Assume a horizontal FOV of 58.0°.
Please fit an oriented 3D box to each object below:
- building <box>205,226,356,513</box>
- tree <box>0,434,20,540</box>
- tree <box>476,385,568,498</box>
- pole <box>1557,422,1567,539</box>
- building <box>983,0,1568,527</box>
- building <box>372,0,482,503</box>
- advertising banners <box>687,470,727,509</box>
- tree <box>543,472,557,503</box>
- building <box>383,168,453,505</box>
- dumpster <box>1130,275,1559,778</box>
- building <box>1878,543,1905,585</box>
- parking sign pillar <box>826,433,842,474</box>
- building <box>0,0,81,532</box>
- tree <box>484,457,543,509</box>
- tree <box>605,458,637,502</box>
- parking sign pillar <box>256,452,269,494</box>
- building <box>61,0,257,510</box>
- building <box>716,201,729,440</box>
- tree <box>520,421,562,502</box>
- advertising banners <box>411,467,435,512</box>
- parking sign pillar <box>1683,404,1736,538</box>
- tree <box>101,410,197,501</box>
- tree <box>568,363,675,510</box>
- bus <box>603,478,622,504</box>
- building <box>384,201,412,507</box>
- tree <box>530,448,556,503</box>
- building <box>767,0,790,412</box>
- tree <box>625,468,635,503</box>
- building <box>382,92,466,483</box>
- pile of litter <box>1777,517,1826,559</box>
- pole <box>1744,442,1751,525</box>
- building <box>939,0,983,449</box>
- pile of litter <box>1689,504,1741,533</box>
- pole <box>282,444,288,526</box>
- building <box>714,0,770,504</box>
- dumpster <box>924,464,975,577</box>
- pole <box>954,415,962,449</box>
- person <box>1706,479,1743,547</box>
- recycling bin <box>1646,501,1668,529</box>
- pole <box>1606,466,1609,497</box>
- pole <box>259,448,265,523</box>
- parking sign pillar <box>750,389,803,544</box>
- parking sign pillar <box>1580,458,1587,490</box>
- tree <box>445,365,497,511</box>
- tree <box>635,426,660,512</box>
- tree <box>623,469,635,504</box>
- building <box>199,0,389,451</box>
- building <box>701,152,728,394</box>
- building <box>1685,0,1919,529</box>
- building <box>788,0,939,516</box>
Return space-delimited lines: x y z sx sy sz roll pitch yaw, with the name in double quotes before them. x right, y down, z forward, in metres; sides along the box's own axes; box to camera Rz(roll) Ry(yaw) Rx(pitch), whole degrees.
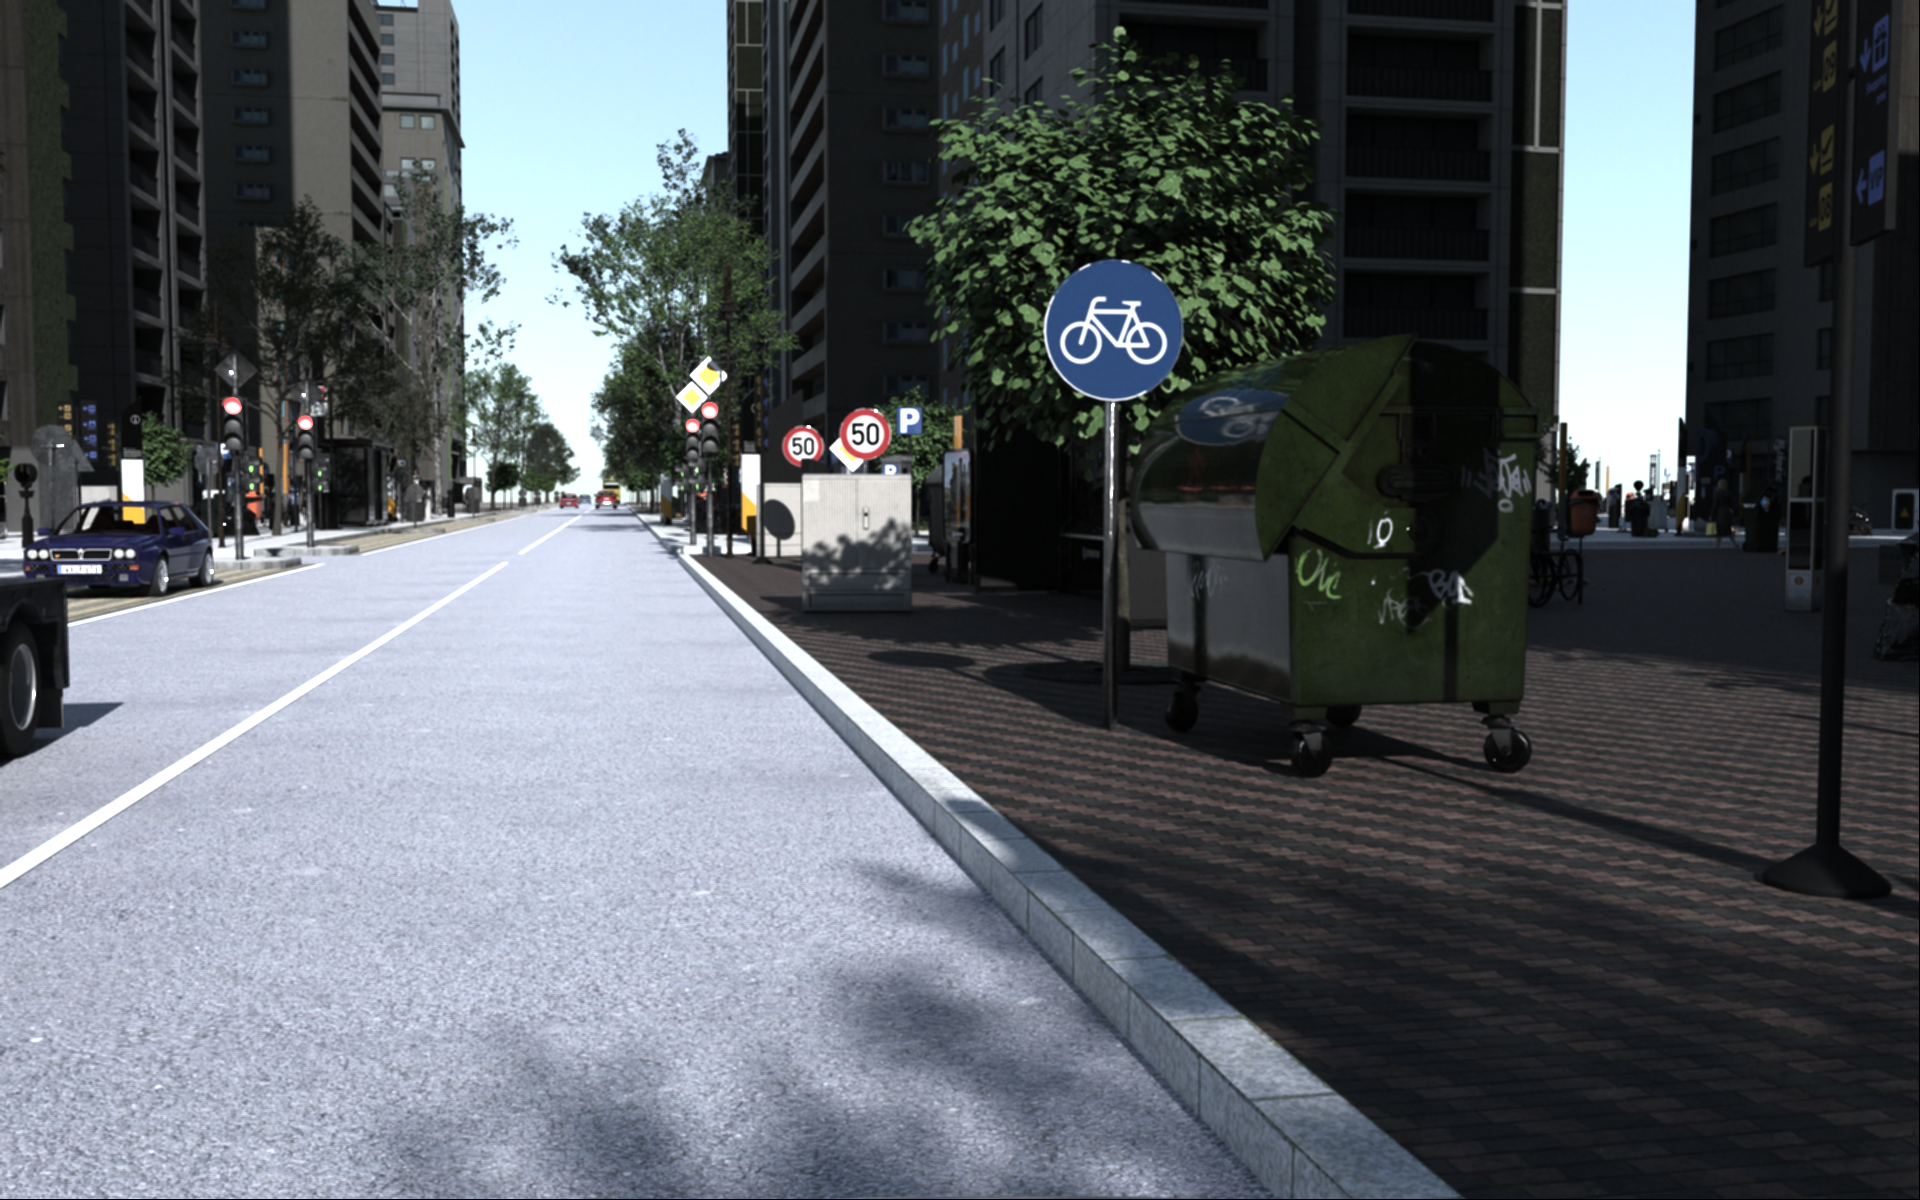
"building" -60.026 -17.073 124.190 27.650 21.520 28.899 -1 4 -11
"tree" -27.672 -3.324 48.941 1.663 3.219 1.824 0 3 0
"tree" -46.791 -16.760 184.392 12.009 13.543 11.850 0 3 0
"pole" 17.182 -3.398 49.396 0.158 3.312 0.155 0 3 0
"building" 12.971 -38.354 65.347 20.611 71.187 20.563 -1 4 -11
"building" -81.557 -49.898 254.078 20.563 71.187 20.611 -1 4 -11
"advertising banners" -11.316 -5.035 78.507 2.074 3.025 0.090 0 4 2
"tree" -53.065 -14.120 214.581 4.285 4.588 4.351 0 3 0
"building" -70.026 -32.254 210.950 14.154 41.232 14.086 -1 4 -11
"dumpster" 1.838 -0.374 8.603 1.502 2.255 1.985 -1 4 -11
"building" 24.768 -28.879 14.166 21.231 58.520 28.212 -1 4 -11
"parking sign pillar" -5.479 -5.339 75.770 1.447 3.967 1.447 -1 4 -16
"building" -37.665 -17.289 54.372 14.160 30.474 14.107 -1 4 -11
"tree" -38.933 -10.028 147.674 4.285 4.588 4.351 0 3 0
"tree" -40.852 -18.340 217.989 7.486 12.596 7.792 0 3 0
"parking sign pillar" -42.650 -7.175 105.789 1.447 3.967 1.447 0 4 6
"building" -45.598 -39.336 81.391 20.563 71.187 20.611 -1 4 -11
"building" -27.071 -34.220 243.094 14.154 41.232 14.086 -1 4 -11
"tree" -64.326 -21.586 269.940 9.611 12.733 9.660 0 3 0
"advertising banners" -35.051 -7.196 113.839 2.074 3.025 0.090 0 4 5
"parking sign pillar" 22.316 -3.854 51.483 1.447 3.967 1.447 0 4 2
"tree" -31.551 -5.121 67.437 4.285 4.588 4.351 0 3 0
"tree" -24.130 -13.788 135.796 12.009 13.543 11.850 0 3 0
"bus" -52.019 -16.347 258.815 2.896 3.916 12.252 -1 4 -11
"building" -61.476 -24.237 167.977 14.160 30.474 14.107 -1 4 -11
"tree" -62.557 -18.946 260.129 4.360 8.622 3.978 0 3 0
"building" -5.970 -37.134 149.139 21.231 58.520 28.212 -1 4 -11
"tree" -45.044 -17.672 239.294 4.737 8.622 4.395 0 3 0
"building" -81.100 -39.192 230.023 28.713 52.752 27.495 -1 4 -11
"pile of litter" 16.940 -1.267 34.678 1.719 0.858 1.176 -2 4 -35
"pole" 31.006 -4.546 68.168 0.158 3.312 0.155 0 3 0
"building" 7.041 -26.581 84.711 14.600 45.320 14.200 -1 4 -11
"pile of litter" 25.138 -2.650 57.288 1.176 0.858 1.719 -1 4 -19
"pole" -27.324 -4.663 70.088 0.158 3.312 0.155 0 3 0
"building" -21.401 -48.143 225.389 20.563 71.187 20.611 -1 4 -11
"dumpster" 0.202 -1.330 27.500 1.264 1.857 1.865 -1 4 -11
"pole" -0.055 -3.131 45.033 0.158 3.312 0.155 0 3 0
"person" 19.123 -2.064 42.470 1.509 1.804 0.699 2 4 27
"recycling bin" 25.599 -3.143 63.936 0.722 1.027 0.722 -2 4 -31
"pole" 46.781 -8.029 125.111 0.158 3.312 0.155 0 3 0
"pole" -30.909 -5.068 76.700 0.158 3.312 0.155 0 3 0
"parking sign pillar" -4.678 -3.419 44.377 1.447 3.967 1.447 -2 4 -34
"parking sign pillar" 45.831 -8.539 128.083 1.447 3.967 1.447 3 5 45
"tree" -35.819 -12.678 133.038 9.928 11.665 9.643 0 3 0
"tree" -21.656 -10.644 124.383 4.360 8.622 3.978 0 3 0
"tree" -29.776 -11.009 163.714 4.285 4.588 4.351 0 3 0
"building" -61.884 -32.109 148.691 21.300 48.544 21.600 -1 4 -11
"building" -24.462 -41.295 264.417 28.713 52.752 27.495 -1 4 -11
"building" 38.704 -18.073 67.202 14.107 30.474 14.160 -1 4 -11
"building" 0.829 -29.727 109.737 21.300 48.544 21.600 -1 4 -11
